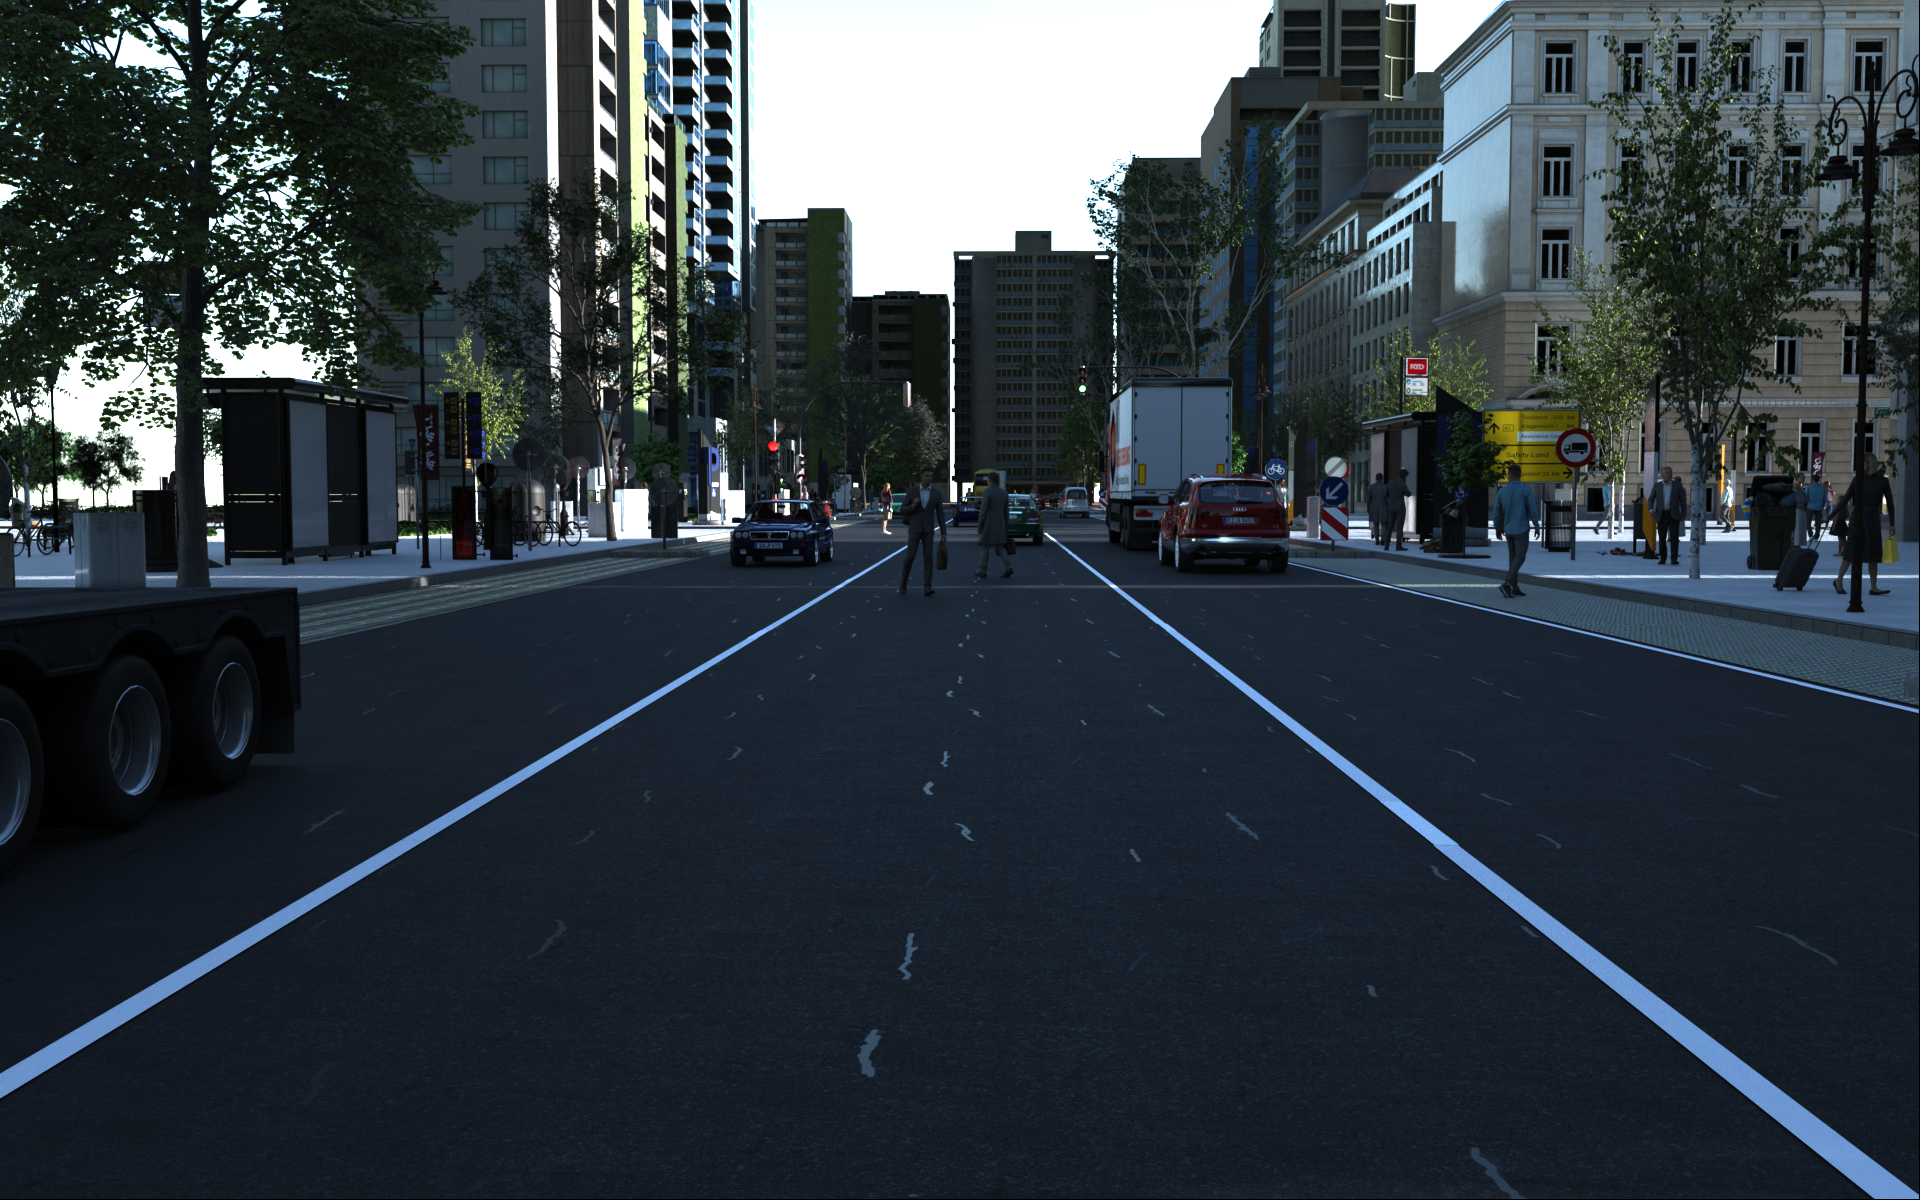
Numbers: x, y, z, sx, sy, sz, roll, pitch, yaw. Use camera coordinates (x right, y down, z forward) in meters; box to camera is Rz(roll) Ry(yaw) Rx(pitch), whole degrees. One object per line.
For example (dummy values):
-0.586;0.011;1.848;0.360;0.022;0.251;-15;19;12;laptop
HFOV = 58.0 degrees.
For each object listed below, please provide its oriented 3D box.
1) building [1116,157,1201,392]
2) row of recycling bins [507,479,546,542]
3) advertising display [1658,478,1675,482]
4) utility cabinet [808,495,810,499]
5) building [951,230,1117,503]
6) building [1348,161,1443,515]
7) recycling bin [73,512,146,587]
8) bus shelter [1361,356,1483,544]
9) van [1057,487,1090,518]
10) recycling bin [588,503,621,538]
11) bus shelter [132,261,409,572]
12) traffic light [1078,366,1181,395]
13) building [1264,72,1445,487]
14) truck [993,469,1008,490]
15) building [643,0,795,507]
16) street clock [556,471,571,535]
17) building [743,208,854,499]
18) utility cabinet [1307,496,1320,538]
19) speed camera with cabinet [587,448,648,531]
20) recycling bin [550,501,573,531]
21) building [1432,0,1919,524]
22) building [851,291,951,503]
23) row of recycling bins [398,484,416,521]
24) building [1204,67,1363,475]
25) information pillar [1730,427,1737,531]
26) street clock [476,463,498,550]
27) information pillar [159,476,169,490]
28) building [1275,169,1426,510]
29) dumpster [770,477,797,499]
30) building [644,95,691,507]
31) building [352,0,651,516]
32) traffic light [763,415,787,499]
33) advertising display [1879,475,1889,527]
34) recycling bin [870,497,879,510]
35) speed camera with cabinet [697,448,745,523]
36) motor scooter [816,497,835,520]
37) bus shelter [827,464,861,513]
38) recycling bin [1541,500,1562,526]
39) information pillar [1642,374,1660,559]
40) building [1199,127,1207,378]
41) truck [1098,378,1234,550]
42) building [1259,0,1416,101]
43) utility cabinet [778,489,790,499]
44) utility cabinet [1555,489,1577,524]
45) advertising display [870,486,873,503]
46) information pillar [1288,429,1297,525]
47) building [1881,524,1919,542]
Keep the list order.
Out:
33.571;-38.414;251.768;21.600;48.544;21.300;0;4;1;building
-12.155;-2.523;48.358;1.069;1.692;3.534;-1;4;-16;row of recycling bins
27.911;-3.876;68.580;0.974;1.923;0.123;0;4;-5;advertising display
-11.019;-6.907;124.098;1.020;1.237;0.306;3;5;44;utility cabinet
10.842;-34.638;258.213;23.993;40.220;32.217;0;4;1;building
30.633;-15.321;105.250;10.420;20.320;16.860;0;4;1;building
-11.538;-0.670;23.503;0.722;1.027;0.722;-3;5;-42;recycling bin
12.615;-4.323;48.312;2.179;5.291;8.768;0;4;1;bus shelter
6.900;-5.985;104.872;2.013;2.044;4.112;0;4;-1;van
-10.555;-2.376;51.399;0.722;1.027;0.722;1;4;20;recycling bin
-12.910;-3.358;32.542;2.179;5.291;8.768;0;4;1;bus shelter
6.551;-5.313;61.532;4.771;5.953;1.251;0;4;1;traffic light
43.004;-28.869;163.892;32.217;40.220;23.993;0;4;1;building
3.981;-12.740;197.218;2.839;4.237;11.283;0;4;2;truck
-35.603;-53.988;195.377;31.000;86.520;22.319;0;4;1;building
-12.314;-3.013;53.832;0.471;2.002;0.358;2;4;34;street clock
-22.782;-34.603;249.355;14.086;41.232;14.154;0;4;1;building
10.340;-2.423;50.775;0.306;1.237;1.020;0;4;7;utility cabinet
-11.783;-3.990;59.566;2.038;3.252;0.660;-3;5;-41;speed camera with cabinet
-14.022;-2.962;60.982;0.722;1.027;0.722;-1;4;-17;recycling bin
35.860;-18.506;88.482;20.117;28.700;13.634;0;4;1;building
-8.394;-29.220;249.447;14.107;30.474;14.160;0;4;1;building
-23.150;-3.948;71.670;1.069;1.692;3.534;-1;4;-9;row of recycling bins
34.425;-32.595;183.037;14.600;45.320;14.200;0;4;1;building
26.690;-4.185;59.777;0.183;3.616;0.504;1;4;16;information pillar
-10.868;-2.158;39.856;0.471;2.002;0.358;0;4;-6;street clock
-32.269;-4.023;70.262;0.304;2.012;0.304;-3;4;-38;information pillar
33.926;-18.111;129.392;16.112;22.955;30.059;0;4;1;building
-9.894;-5.797;97.280;1.502;2.255;1.985;0;4;1;dumpster
-27.953;-21.674;126.073;14.160;30.474;14.107;0;4;1;building
-26.985;-25.675;103.373;14.154;41.232;14.086;0;4;1;building
-6.614;-4.465;61.921;0.839;4.253;0.868;0;4;1;traffic light
31.350;-3.253;58.397;0.974;1.923;0.123;-2;4;-28;advertising display
-7.072;-7.953;142.590;0.722;1.027;0.722;0;4;-3;recycling bin
-10.543;-5.011;76.271;2.038;3.252;0.660;-1;4;-16;speed camera with cabinet
-5.979;-3.938;77.160;0.815;1.314;1.986;0;4;0;motor scooter
-8.109;-7.777;121.073;2.014;3.302;5.546;0;4;1;bus shelter
24.114;-3.551;70.609;0.722;1.027;0.722;1;4;9;recycling bin
13.648;-2.620;34.191;0.183;3.616;0.504;0;4;-1;information pillar
35.117;-33.512;198.037;14.600;45.320;14.200;0;4;1;building
5.458;-3.571;47.297;2.839;4.237;11.283;0;4;1;truck
54.668;-49.675;250.436;20.611;71.187;20.563;0;4;1;building
-7.948;-4.261;78.342;0.318;1.500;1.173;0;4;5;utility cabinet
25.668;-3.956;73.357;0.318;1.500;1.173;-1;4;-14;utility cabinet
-7.011;-8.076;137.254;0.123;1.923;0.974;0;4;0;advertising display
11.930;-4.318;61.953;0.183;3.616;0.504;-2;4;-35;information pillar
31.219;-15.339;36.695;13.634;28.700;20.117;0;4;1;building
